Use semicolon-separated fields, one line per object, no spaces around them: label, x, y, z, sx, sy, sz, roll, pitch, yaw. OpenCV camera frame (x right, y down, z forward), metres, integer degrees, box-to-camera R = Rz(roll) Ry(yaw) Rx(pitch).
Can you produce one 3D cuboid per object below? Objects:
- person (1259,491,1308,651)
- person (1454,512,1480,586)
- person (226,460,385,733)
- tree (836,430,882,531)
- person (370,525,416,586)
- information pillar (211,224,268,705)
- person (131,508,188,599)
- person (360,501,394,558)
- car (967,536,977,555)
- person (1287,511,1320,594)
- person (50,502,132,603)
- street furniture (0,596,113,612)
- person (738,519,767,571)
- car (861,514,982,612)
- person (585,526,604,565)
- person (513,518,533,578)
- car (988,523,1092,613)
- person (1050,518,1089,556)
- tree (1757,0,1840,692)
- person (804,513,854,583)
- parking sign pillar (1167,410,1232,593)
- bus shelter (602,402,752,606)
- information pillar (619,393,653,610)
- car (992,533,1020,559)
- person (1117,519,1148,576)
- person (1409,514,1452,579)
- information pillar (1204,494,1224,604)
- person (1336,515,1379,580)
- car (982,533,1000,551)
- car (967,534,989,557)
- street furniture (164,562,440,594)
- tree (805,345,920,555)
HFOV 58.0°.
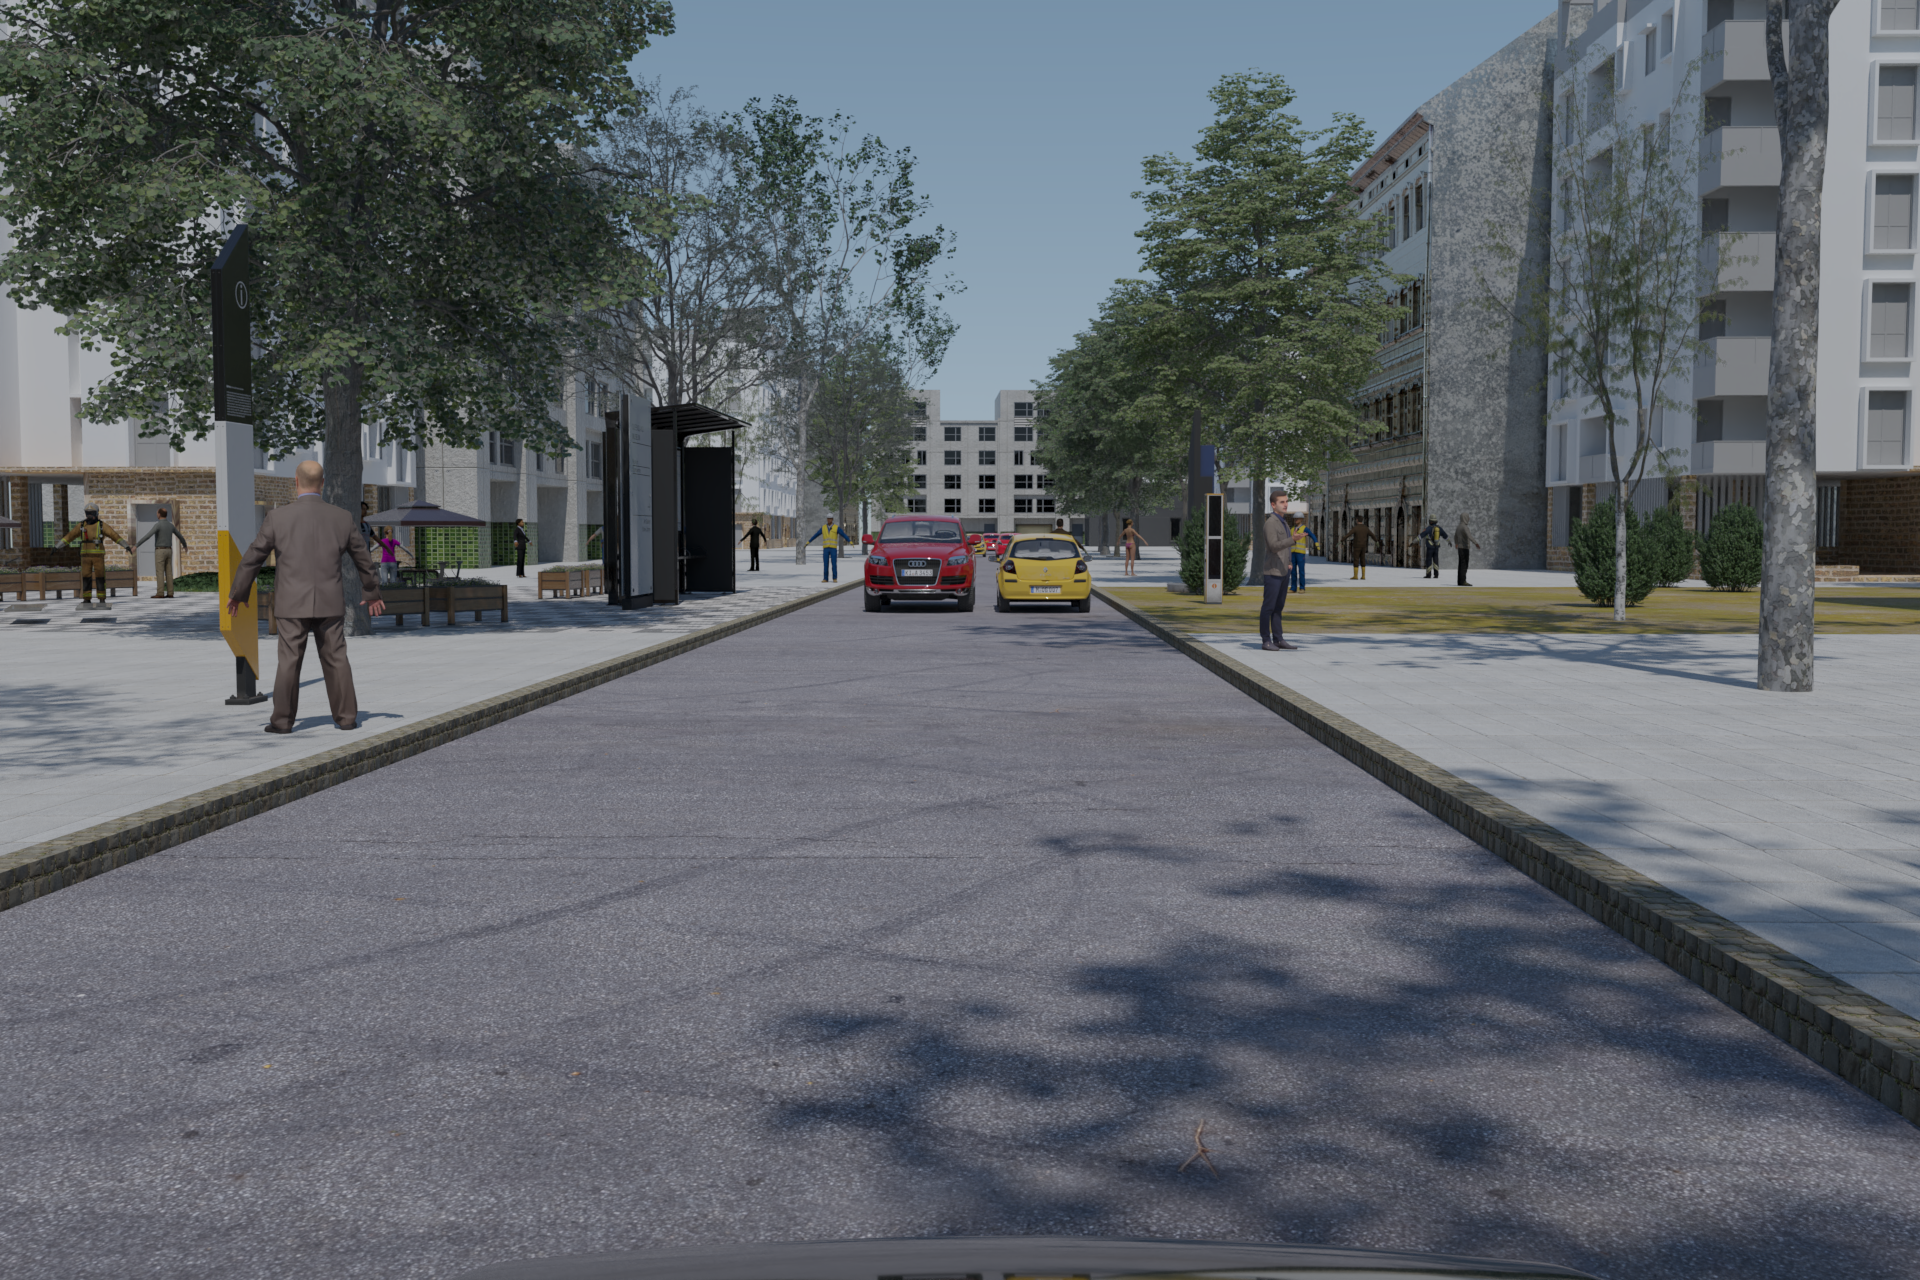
person;3.624;-0.762;19.028;0.617;1.759;0.750;-3;5;-45
person;12.429;-2.233;42.631;0.705;1.813;1.348;0;4;-7
person;-4.260;-0.286;11.278;0.990;1.755;0.434;-2;4;-31
tree;-6.089;-10.040;114.508;4.360;8.622;3.978;0;3;0
person;-10.095;-1.303;30.568;0.991;1.433;0.599;-2;4;-32
information pillar;-5.413;-1.321;12.947;0.183;3.616;0.504;0;4;1
person;-15.871;-1.724;34.465;0.705;1.796;1.348;2;4;24
person;-9.839;-1.369;28.521;0.704;1.843;1.345;1;4;19
car;-0.108;-4.610;87.951;1.945;1.354;3.894;0;4;1
person;7.261;-1.894;37.434;1.216;1.772;0.721;3;5;44
person;-15.668;-1.561;31.286;1.354;1.858;0.705;-1;4;-14
street furniture;-18.765;-1.161;25.832;11.010;1.723;9.812;-2;4;-25
person;-7.120;-3.281;59.830;0.705;1.806;1.347;3;5;39
car;-0.719;-1.520;33.533;2.281;1.827;5.304;0;4;1
person;-10.427;-2.780;51.313;1.347;1.847;0.705;0;4;-5
person;-12.816;-2.697;50.820;0.721;1.740;1.216;0;4;8
car;1.550;-1.391;32.968;2.015;1.641;3.980;0;4;0
person;2.401;-2.012;41.488;1.346;1.812;0.704;1;4;14
tree;8.122;-9.609;12.990;12.611;20.169;13.585;0;3;0
person;-3.434;-2.431;45.711;1.349;1.833;0.705;0;4;8
parking sign pillar;5.316;-3.051;38.359;1.447;3.967;1.447;0;4;2
bus shelter;-5.433;-2.615;34.031;1.731;3.624;6.357;0;4;2
information pillar;-5.563;-2.353;29.793;0.184;3.620;1.656;0;4;2
car;2.900;-5.467;98.433;2.155;1.783;4.494;0;4;1
person;5.290;-2.845;53.319;0.721;1.733;1.217;-3;5;-44
person;13.622;-2.703;49.976;1.354;1.856;0.705;-1;4;-14
information pillar;4.634;-1.661;31.644;0.304;2.012;0.304;0;4;0
person;11.185;-2.595;48.565;1.346;1.812;0.704;-1;4;-17
car;2.238;-6.938;122.480;2.155;1.783;4.494;0;4;1
car;0.795;-5.988;108.130;2.015;1.641;3.980;0;4;1
street furniture;-15.806;-1.620;42.111;5.734;0.657;10.072;0;4;-8
tree;-6.114;-11.346;103.632;7.486;12.596;7.792;0;3;0
